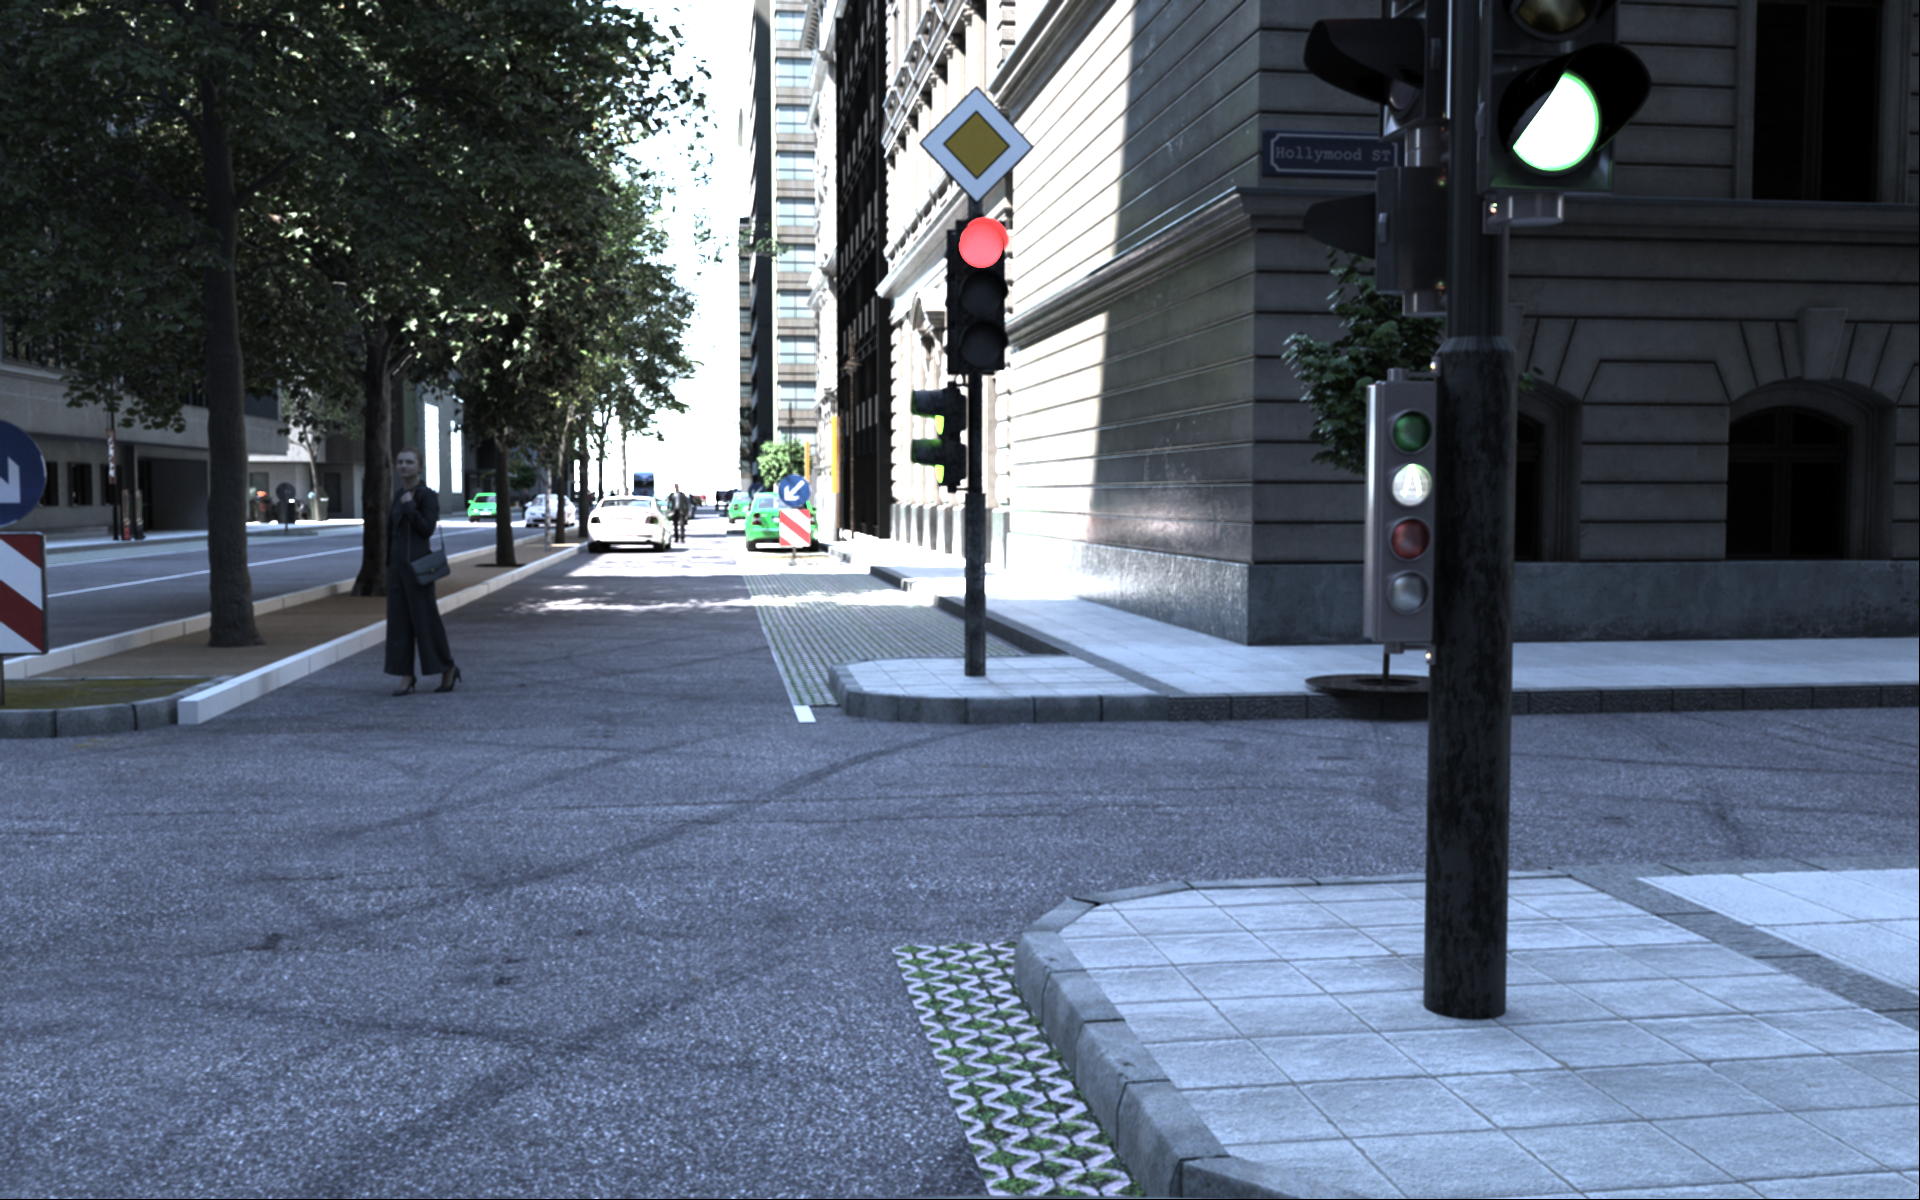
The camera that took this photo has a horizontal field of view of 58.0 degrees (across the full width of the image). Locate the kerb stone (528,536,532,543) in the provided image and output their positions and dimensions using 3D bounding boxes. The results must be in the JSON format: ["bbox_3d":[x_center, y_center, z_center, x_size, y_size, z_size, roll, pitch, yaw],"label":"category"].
[{"bbox_3d":[-12.661,-1.728,50.508,0.120,0.150,1.000,-1,4,-8],"label":"kerb stone"}]

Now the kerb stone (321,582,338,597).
[{"bbox_3d":[-8.856,-0.116,24.095,0.120,0.150,1.000,-1,4,-8],"label":"kerb stone"}]

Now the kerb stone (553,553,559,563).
[{"bbox_3d":[-8.389,-0.817,35.585,0.120,0.150,1.000,-1,4,-8],"label":"kerb stone"}]

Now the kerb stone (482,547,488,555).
[{"bbox_3d":[-11.199,-1.108,40.373,0.120,0.150,1.000,-1,4,-8],"label":"kerb stone"}]

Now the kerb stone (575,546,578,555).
[{"bbox_3d":[-9.117,-1.128,40.647,0.120,0.150,1.000,-1,4,-8],"label":"kerb stone"}]

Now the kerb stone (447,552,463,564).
[{"bbox_3d":[-10.607,-0.862,36.297,0.120,0.150,1.000,-1,4,-8],"label":"kerb stone"}]

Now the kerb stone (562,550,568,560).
[{"bbox_3d":[-8.676,-0.940,37.611,0.120,0.150,1.000,-1,4,-8],"label":"kerb stone"}]

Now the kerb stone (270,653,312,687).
[{"bbox_3d":[-5.170,0.545,13.286,0.120,0.150,1.000,-1,4,-8],"label":"kerb stone"}]

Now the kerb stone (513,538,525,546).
[{"bbox_3d":[-12.365,-1.604,48.486,0.120,0.150,1.000,-1,4,-8],"label":"kerb stone"}]

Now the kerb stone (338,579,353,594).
[{"bbox_3d":[-8.999,-0.178,25.113,0.120,0.150,1.000,-1,4,-8],"label":"kerb stone"}]

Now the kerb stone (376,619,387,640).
[{"bbox_3d":[-5.756,0.297,17.341,0.120,0.150,1.000,-1,4,-8],"label":"kerb stone"}]

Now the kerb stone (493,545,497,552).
[{"bbox_3d":[-11.493,-1.235,42.395,0.120,0.150,1.000,-1,4,-8],"label":"kerb stone"}]

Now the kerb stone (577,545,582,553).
[{"bbox_3d":[-9.261,-1.182,41.659,0.120,0.150,1.000,-1,4,-8],"label":"kerb stone"}]

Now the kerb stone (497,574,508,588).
[{"bbox_3d":[-7.066,-0.260,26.467,0.120,0.150,1.000,-1,4,-8],"label":"kerb stone"}]

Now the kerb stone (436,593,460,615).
[{"bbox_3d":[-6.337,0.049,21.388,0.120,0.150,1.000,-1,4,-8],"label":"kerb stone"}]

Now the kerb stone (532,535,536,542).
[{"bbox_3d":[-12.810,-1.794,51.522,0.120,0.150,1.000,-1,4,-8],"label":"kerb stone"}]

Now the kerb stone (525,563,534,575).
[{"bbox_3d":[-7.656,-0.509,30.512,0.120,0.150,1.000,-1,4,-8],"label":"kerb stone"}]

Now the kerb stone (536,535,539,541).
[{"bbox_3d":[-12.951,-1.856,52.538,0.120,0.150,1.000,-1,4,-8],"label":"kerb stone"}]

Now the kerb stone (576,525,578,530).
[{"bbox_3d":[-15.152,-2.786,67.778,0.120,0.150,1.000,-1,4,-8],"label":"kerb stone"}]

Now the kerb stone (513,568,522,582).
[{"bbox_3d":[-7.358,-0.382,28.490,0.120,0.150,1.000,-1,4,-8],"label":"kerb stone"}]

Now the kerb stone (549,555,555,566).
[{"bbox_3d":[-8.241,-0.754,34.568,0.120,0.150,1.000,-1,4,-8],"label":"kerb stone"}]

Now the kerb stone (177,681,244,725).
[{"bbox_3d":[-4.873,0.670,11.264,0.120,0.150,1.000,-1,4,-8],"label":"kerb stone"}]

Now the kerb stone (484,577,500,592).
[{"bbox_3d":[-6.921,-0.199,25.448,0.120,0.150,1.000,-1,4,-8],"label":"kerb stone"}]

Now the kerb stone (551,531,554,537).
[{"bbox_3d":[-13.683,-2.166,57.616,0.120,0.150,1.000,-1,4,-8],"label":"kerb stone"}]

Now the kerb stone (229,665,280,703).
[{"bbox_3d":[-5.023,0.607,12.274,0.120,0.150,1.000,-1,4,-8],"label":"kerb stone"}]

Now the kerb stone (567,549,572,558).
[{"bbox_3d":[-8.819,-1.005,38.625,0.120,0.150,1.000,-1,4,-8],"label":"kerb stone"}]

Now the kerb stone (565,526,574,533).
[{"bbox_3d":[-14.859,-2.659,65.743,0.120,0.150,1.000,-1,4,-8],"label":"kerb stone"}]

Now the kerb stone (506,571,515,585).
[{"bbox_3d":[-7.218,-0.321,27.477,0.120,0.150,1.000,-1,4,-8],"label":"kerb stone"}]

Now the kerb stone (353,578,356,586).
[{"bbox_3d":[-9.152,-0.238,26.130,0.120,0.150,1.000,-1,4,-8],"label":"kerb stone"}]

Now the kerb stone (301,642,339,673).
[{"bbox_3d":[-5.316,0.483,14.303,0.120,0.150,1.000,-1,4,-8],"label":"kerb stone"}]

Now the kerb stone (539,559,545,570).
[{"bbox_3d":[-7.954,-0.633,32.539,0.120,0.150,1.000,-1,4,-8],"label":"kerb stone"}]

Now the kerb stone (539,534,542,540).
[{"bbox_3d":[-13.104,-1.918,53.548,0.120,0.150,1.000,-1,4,-8],"label":"kerb stone"}]

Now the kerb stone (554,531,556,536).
[{"bbox_3d":[-13.983,-2.290,59.641,0.120,0.150,1.000,-1,4,-8],"label":"kerb stone"}]

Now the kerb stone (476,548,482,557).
[{"bbox_3d":[-11.056,-1.049,39.354,0.120,0.150,1.000,-1,4,-8],"label":"kerb stone"}]

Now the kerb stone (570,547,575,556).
[{"bbox_3d":[-8.975,-1.067,39.635,0.120,0.150,1.000,-1,4,-8],"label":"kerb stone"}]

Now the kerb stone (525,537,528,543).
[{"bbox_3d":[-12.529,-1.670,49.495,0.120,0.150,1.000,-1,4,-8],"label":"kerb stone"}]

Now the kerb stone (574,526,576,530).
[{"bbox_3d":[-15.013,-2.723,66.764,0.120,0.150,1.000,-1,4,-8],"label":"kerb stone"}]

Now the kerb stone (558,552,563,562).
[{"bbox_3d":[-8.539,-0.881,36.596,0.120,0.150,1.000,-1,4,-8],"label":"kerb stone"}]

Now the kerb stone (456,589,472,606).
[{"bbox_3d":[-6.484,-0.011,22.408,0.120,0.150,1.000,-1,4,-8],"label":"kerb stone"}]

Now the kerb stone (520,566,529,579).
[{"bbox_3d":[-7.500,-0.444,29.502,0.120,0.150,1.000,-1,4,-8],"label":"kerb stone"}]

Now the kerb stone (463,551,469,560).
[{"bbox_3d":[-10.757,-0.925,37.315,0.120,0.150,1.000,-1,4,-8],"label":"kerb stone"}]

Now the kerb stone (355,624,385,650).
[{"bbox_3d":[-5.606,0.359,16.327,0.120,0.150,1.000,-1,4,-8],"label":"kerb stone"}]

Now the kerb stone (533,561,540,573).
[{"bbox_3d":[-7.804,-0.570,31.523,0.120,0.150,1.000,-1,4,-8],"label":"kerb stone"}]

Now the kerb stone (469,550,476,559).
[{"bbox_3d":[-10.906,-0.988,38.343,0.120,0.150,1.000,-1,4,-8],"label":"kerb stone"}]

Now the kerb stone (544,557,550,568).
[{"bbox_3d":[-8.093,-0.695,33.556,0.120,0.150,1.000,-1,4,-8],"label":"kerb stone"}]

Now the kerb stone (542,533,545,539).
[{"bbox_3d":[-13.242,-1.978,54.570,0.120,0.150,1.000,-1,4,-8],"label":"kerb stone"}]

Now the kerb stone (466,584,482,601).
[{"bbox_3d":[-6.631,-0.075,23.420,0.120,0.150,1.000,-1,4,-8],"label":"kerb stone"}]

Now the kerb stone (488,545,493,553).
[{"bbox_3d":[-11.349,-1.174,41.383,0.120,0.150,1.000,-1,4,-8],"label":"kerb stone"}]

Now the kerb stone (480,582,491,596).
[{"bbox_3d":[-6.780,-0.124,24.431,0.120,0.150,1.000,-1,4,-8],"label":"kerb stone"}]

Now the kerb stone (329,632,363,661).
[{"bbox_3d":[-5.461,0.421,15.315,0.120,0.150,1.000,-1,4,-8],"label":"kerb stone"}]
